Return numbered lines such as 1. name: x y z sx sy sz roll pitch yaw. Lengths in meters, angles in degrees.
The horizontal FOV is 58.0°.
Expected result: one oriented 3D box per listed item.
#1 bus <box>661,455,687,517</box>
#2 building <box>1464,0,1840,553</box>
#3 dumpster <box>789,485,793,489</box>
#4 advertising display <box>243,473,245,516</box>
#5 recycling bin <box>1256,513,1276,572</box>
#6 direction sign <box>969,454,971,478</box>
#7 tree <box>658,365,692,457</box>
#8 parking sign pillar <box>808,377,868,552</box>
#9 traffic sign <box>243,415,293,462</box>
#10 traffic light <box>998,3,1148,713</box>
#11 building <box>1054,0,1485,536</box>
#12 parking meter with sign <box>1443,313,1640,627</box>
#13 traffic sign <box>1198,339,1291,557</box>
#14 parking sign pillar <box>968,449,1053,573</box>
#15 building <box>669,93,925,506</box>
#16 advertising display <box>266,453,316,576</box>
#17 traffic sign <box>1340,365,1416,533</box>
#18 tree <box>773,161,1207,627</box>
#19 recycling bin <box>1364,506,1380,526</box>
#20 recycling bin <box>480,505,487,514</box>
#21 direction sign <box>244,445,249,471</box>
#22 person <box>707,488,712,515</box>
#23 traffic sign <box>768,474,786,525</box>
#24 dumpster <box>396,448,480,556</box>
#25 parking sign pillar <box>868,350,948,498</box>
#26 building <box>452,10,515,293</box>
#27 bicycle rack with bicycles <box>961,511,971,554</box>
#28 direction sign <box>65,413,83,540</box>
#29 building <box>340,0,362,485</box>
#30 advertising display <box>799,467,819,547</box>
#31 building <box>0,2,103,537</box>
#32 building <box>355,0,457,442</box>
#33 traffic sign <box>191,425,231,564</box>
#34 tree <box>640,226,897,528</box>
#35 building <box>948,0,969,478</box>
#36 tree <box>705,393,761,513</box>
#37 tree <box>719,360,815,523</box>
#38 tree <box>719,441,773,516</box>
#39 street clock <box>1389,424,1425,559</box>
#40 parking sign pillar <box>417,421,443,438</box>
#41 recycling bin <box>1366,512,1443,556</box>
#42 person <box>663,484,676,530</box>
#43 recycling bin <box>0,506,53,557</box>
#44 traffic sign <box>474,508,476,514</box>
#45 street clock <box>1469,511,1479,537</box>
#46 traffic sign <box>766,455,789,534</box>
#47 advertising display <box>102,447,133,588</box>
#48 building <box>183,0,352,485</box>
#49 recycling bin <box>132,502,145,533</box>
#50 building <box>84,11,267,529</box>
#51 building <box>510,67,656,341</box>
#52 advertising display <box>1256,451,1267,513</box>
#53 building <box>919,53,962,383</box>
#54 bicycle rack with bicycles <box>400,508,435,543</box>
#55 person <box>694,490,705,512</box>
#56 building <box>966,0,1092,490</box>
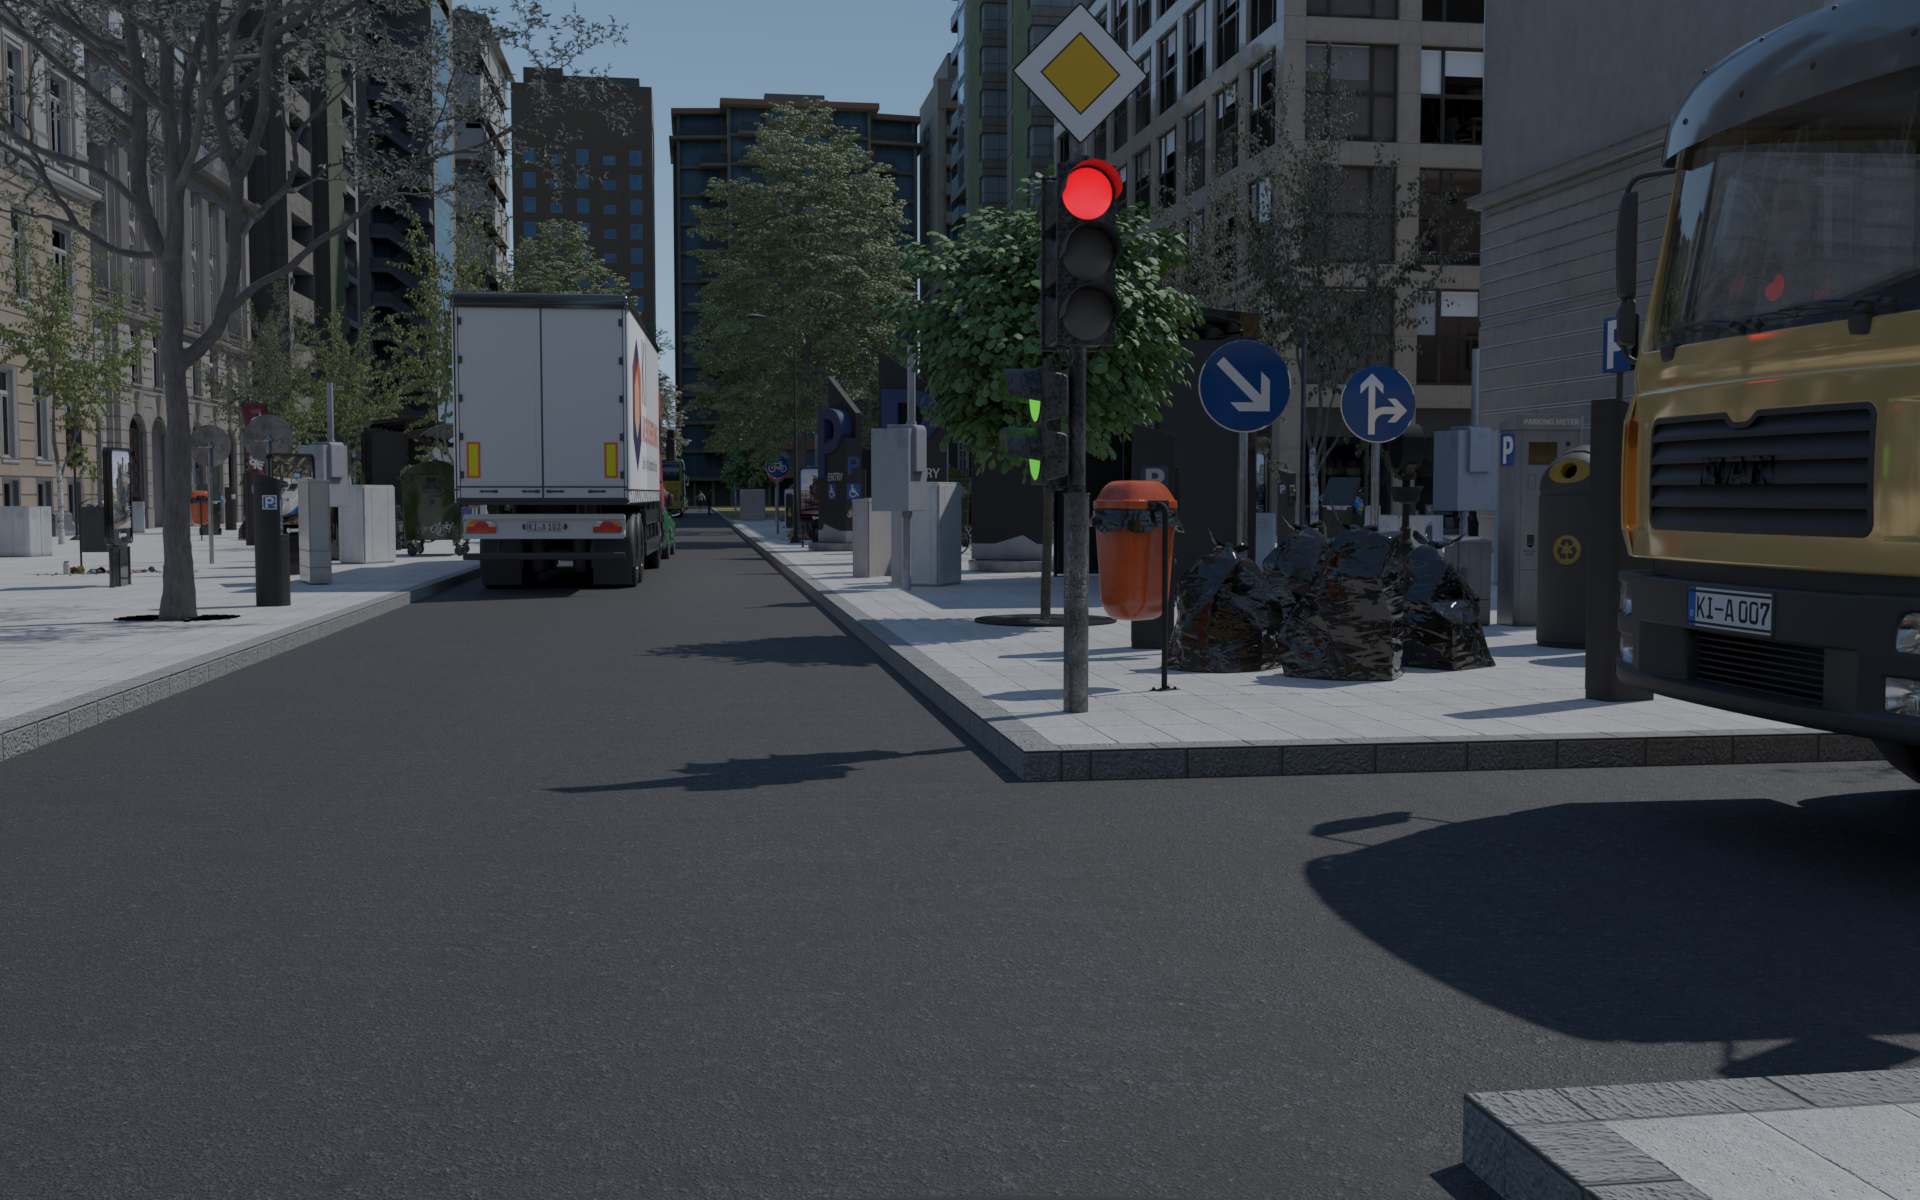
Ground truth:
1. bus: -18.681 -7.187 109.046 2.896 3.916 12.252 -1 4 -8
2. building: 23.840 -11.764 34.138 24.055 21.916 13.314 -1 4 -9
3. dumpster: -7.541 -4.692 82.474 1.264 1.857 1.865 -1 4 -9
4. advertising display: -20.714 -2.818 51.287 0.974 1.923 0.123 0 4 2
5. recycling bin: 3.803 -0.659 23.322 0.722 1.027 0.722 0 4 -6
6. direction sign: 0.781 -5.512 82.114 0.876 3.537 0.379 -3 4 -37
7. tree: -27.512 -14.684 146.745 9.857 13.997 8.962 0 3 0
8. parking sign pillar: -2.729 -3.104 39.230 1.447 3.967 1.447 -2 4 -33
9. traffic sign: -11.123 -1.698 27.874 0.768 2.556 0.104 0 4 -8
10. traffic light: 0.663 -1.295 10.094 0.839 4.253 0.868 -1 4 -9
11. building: 16.724 -16.289 70.835 19.350 26.468 34.151 -1 4 -9
12. parking meter with sign: 5.639 -1.262 16.902 1.738 3.016 0.543 0 4 -7
13. traffic sign: 2.338 -0.870 14.327 0.768 2.556 0.104 0 4 -2
14. parking sign pillar: 0.862 -2.471 28.870 1.447 3.967 1.447 1 4 22
15. building: -19.126 -32.904 192.601 28.867 44.769 22.147 -1 4 -9
16. advertising display: -10.534 -1.352 27.318 0.123 1.923 0.974 1 4 20
17. traffic sign: 4.115 -1.044 17.173 0.768 2.556 0.104 0 4 -6
18. tree: 0.785 -2.051 17.241 4.285 4.588 4.351 0 3 0
19. recycling bin: 8.735 -1.551 37.920 0.722 1.027 0.722 0 4 -6
20. recycling bin: -17.828 -3.166 64.312 0.722 1.027 0.722 0 4 3
21. direction sign: -26.544 -4.479 65.228 0.379 3.537 0.876 2 4 32
22. person: -17.326 -6.818 120.002 0.705 1.821 1.348 -1 4 -10
23. traffic sign: -7.555 -4.371 71.564 0.768 2.556 0.104 0 4 -1
24. dumpster: -10.959 -2.075 36.426 1.502 2.255 1.985 -1 4 -9
25. parking sign pillar: -0.874 -2.683 32.346 1.447 3.967 1.447 0 4 3
26. building: -61.576 -36.703 189.327 27.495 52.752 28.713 -1 4 -9
27. bicycle rack with bicycles: 0.910 -1.477 37.531 2.852 0.926 2.925 -2 4 -31
28. direction sign: -24.592 -3.433 48.126 0.876 3.537 0.379 3 4 38
29. building: -45.157 -40.624 102.461 20.563 71.187 20.611 -1 4 -9
30. advertising display: -3.379 -2.229 41.663 0.974 1.923 0.123 1 4 10
31. building: -32.372 -15.818 44.523 13.634 28.700 20.117 -1 4 -9
32. building: -47.290 -29.604 134.133 14.200 45.320 14.600 -1 4 -9
33. traffic sign: -13.793 -1.942 31.853 0.768 2.556 0.104 0 4 -4
34. tree: -6.024 -8.553 65.589 9.928 11.665 9.643 0 3 0
35. building: 7.599 -50.121 132.153 22.319 86.520 31.000 -1 4 -9
36. tree: -15.228 -10.211 117.314 4.360 8.622 3.978 0 3 0
37. tree: -8.407 -7.757 77.196 4.737 8.622 4.395 0 3 0
38. tree: -12.062 -7.295 102.994 4.285 4.588 4.351 0 3 0
39. street clock: 4.639 -0.823 18.030 0.358 2.002 0.471 0 4 -4
40. parking sign pillar: -19.623 -4.600 63.688 1.447 3.967 1.447 -1 4 -10
41. recycling bin: 5.342 -0.501 20.745 0.722 1.027 0.722 2 4 28
42. person: -11.558 -3.627 67.762 0.822 1.834 0.622 1 4 9
43. recycling bin: -19.172 -1.405 35.525 0.722 1.027 0.722 1 4 10
44. traffic sign: -13.703 -2.917 48.885 0.795 2.450 0.064 0 4 -8
45. street clock: 10.229 -1.828 34.460 0.471 2.002 0.358 2 4 26
46. traffic sign: -5.888 -3.414 55.919 0.768 2.556 0.104 0 4 -7
47. advertising display: -11.693 -1.153 24.068 0.123 1.923 0.974 -1 4 -11
48. building: -39.447 -19.287 87.049 14.160 30.474 14.107 -1 4 -9
49. recycling bin: -27.487 -2.749 57.506 0.722 1.027 0.722 -2 4 -29
50. building: -36.321 -13.739 66.430 13.314 21.916 24.055 -1 4 -9
51. building: -39.947 -32.779 186.055 14.200 45.320 14.600 -1 4 -9
52. advertising display: 4.147 -1.256 25.745 0.974 1.923 0.123 -2 4 -32
53. building: 6.416 -34.989 195.775 21.600 48.544 21.300 -1 4 -9
54. bicycle rack with bicycles: -15.125 -1.987 45.869 2.925 0.926 2.852 1 4 9
55. person: -21.104 -8.030 140.572 1.217 1.735 0.721 2 4 34
56. building: 7.214 -26.103 110.382 14.154 41.232 14.086 -1 4 -9
